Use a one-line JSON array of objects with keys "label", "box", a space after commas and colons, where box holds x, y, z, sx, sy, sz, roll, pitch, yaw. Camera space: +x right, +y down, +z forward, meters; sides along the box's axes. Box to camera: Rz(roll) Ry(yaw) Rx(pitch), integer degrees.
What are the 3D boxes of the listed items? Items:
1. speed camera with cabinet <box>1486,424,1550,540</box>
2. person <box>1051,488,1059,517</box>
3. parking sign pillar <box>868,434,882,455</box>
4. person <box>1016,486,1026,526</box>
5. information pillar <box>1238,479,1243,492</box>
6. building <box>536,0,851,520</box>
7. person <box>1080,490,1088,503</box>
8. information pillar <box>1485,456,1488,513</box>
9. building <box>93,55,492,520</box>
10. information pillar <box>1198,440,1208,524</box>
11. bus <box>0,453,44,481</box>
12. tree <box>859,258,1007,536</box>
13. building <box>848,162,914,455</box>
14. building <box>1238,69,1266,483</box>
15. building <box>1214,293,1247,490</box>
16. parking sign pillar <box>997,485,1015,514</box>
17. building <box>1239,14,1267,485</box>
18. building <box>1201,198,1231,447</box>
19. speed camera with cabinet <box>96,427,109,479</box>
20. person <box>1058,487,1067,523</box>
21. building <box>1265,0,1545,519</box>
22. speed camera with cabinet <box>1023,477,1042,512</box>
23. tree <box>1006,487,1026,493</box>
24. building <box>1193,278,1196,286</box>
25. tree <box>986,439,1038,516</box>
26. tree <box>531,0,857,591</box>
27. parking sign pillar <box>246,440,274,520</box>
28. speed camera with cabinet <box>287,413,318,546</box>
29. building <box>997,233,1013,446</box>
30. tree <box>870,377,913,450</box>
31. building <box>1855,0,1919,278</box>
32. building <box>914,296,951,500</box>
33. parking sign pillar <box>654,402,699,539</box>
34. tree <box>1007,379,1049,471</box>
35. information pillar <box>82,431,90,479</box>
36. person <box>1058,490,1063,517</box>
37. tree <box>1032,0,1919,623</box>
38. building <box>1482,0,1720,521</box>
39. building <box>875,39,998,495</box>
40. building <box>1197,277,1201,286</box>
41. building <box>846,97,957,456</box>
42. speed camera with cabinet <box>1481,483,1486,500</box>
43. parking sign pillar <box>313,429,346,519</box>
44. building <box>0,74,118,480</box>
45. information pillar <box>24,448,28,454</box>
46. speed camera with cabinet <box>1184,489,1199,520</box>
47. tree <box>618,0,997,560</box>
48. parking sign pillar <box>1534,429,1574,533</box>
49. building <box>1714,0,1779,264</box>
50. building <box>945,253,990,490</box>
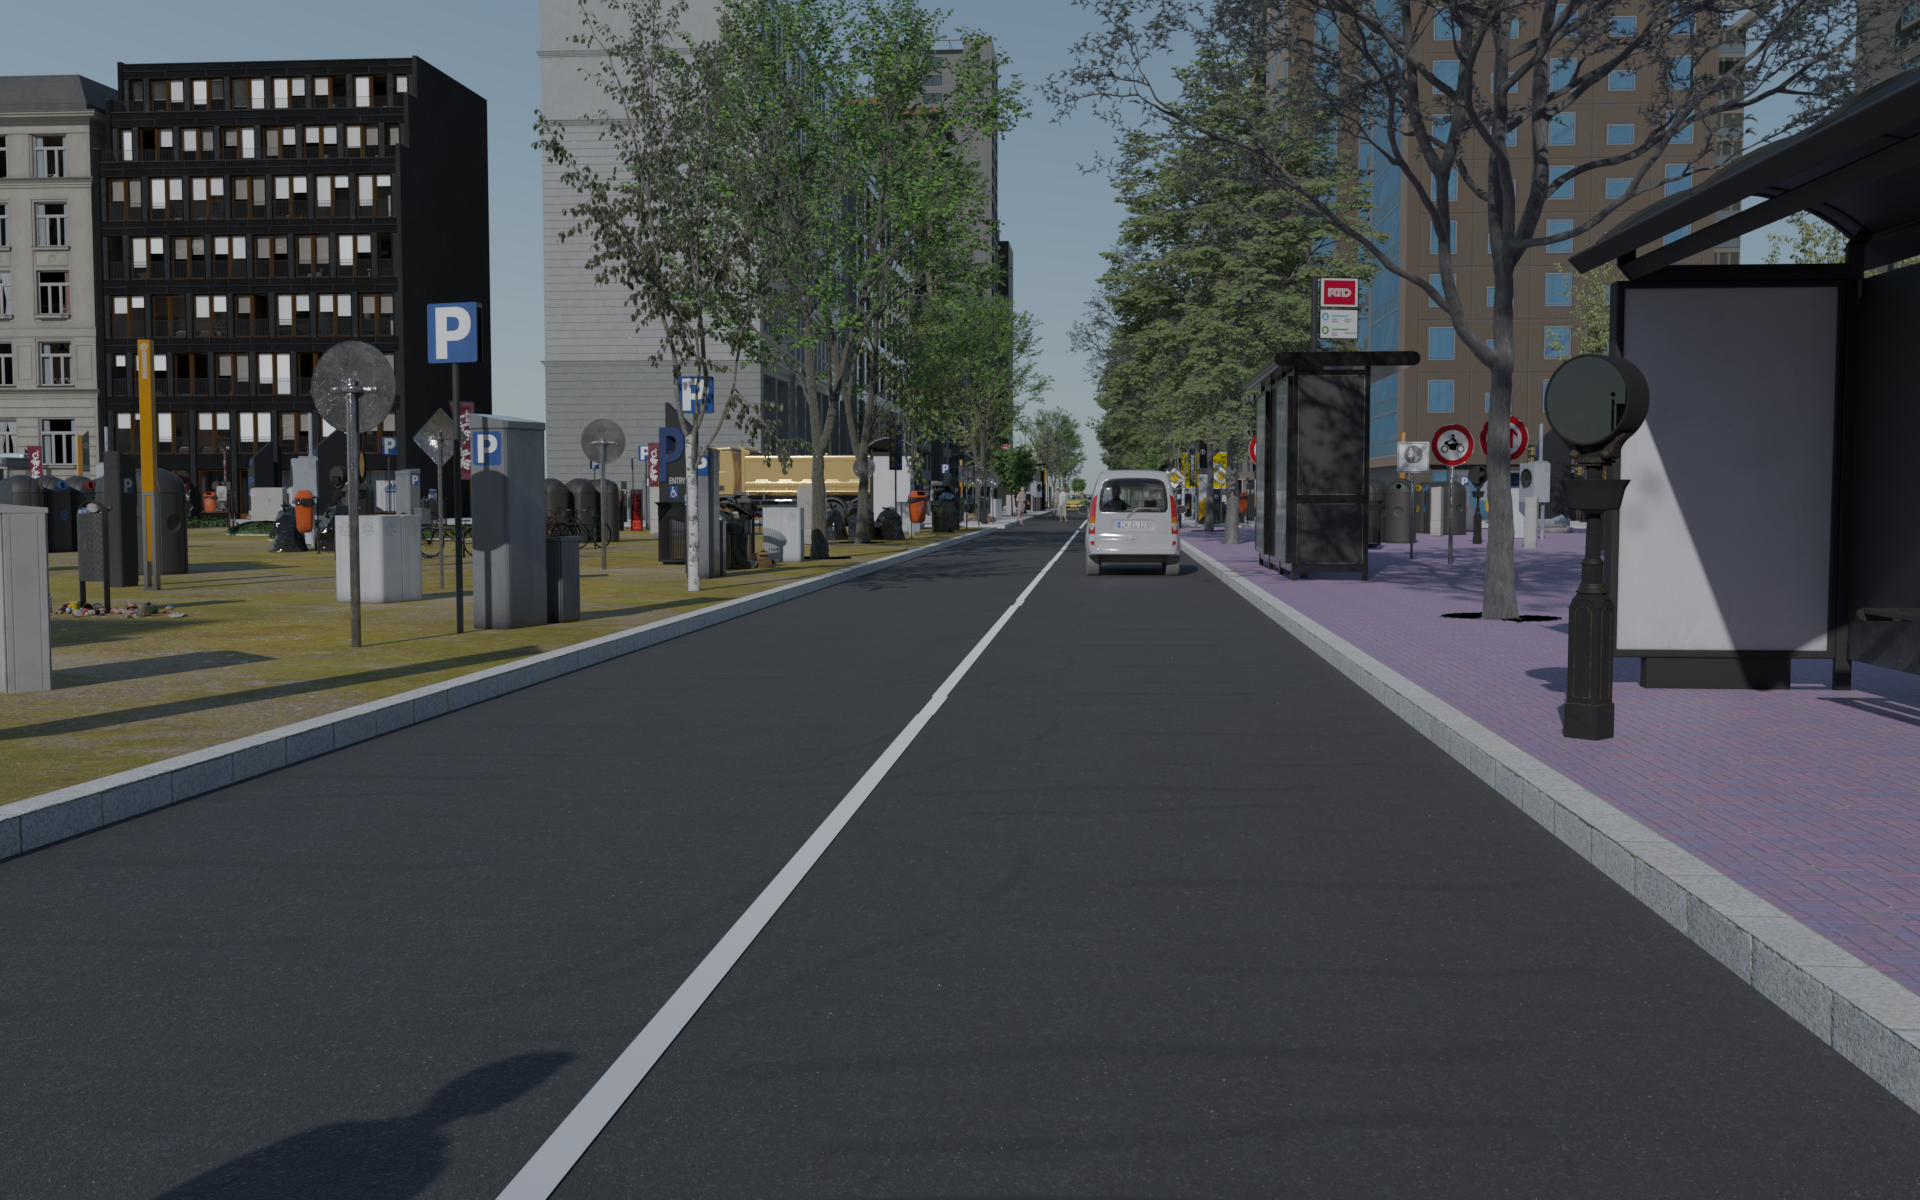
[{"label": "speed camera with cabinet", "box": [15.953, -3.365, 49.355, 0.660, 3.252, 2.038, -1, 4, -17]}, {"label": "person", "box": [6.178, -6.243, 110.689, 0.709, 1.813, 0.853, 1, 4, 15]}, {"label": "parking sign pillar", "box": [-4.089, -5.458, 77.706, 1.447, 3.967, 1.447, 1, 4, 16]}, {"label": "person", "box": [2.779, -4.233, 78.045, 0.599, 1.781, 0.374, -2, 4, -33]}, {"label": "information pillar", "box": [13.494, -4.858, 83.918, 0.304, 2.012, 0.304, -1, 4, -13]}, {"label": "building", "box": [-13.989, -19.749, 100.383, 11.434, 29.767, 29.804, 0, 4, 5]}, {"label": "person", "box": [11.572, -9.547, 164.693, 1.348, 1.812, 0.705, 2, 4, 33]}, {"label": "information pillar", "box": [23.144, -5.142, 75.422, 0.504, 3.616, 0.183, -1, 4, -17]}, {"label": "building", "box": [-34.960, -16.077, 92.540, 15.834, 23.373, 12.332, 0, 4, 5]}, {"label": "information pillar", "box": [10.333, -5.007, 73.218, 0.504, 3.616, 0.183, 1, 4, 14]}, {"label": "bus", "box": [-44.909, -4.799, 73.320, 13.247, 3.499, 2.948, 0, 4, 6]}, {"label": "tree", "box": [-1.258, -6.296, 53.300, 4.737, 8.622, 4.395, 0, 3, 0]}, {"label": "building", "box": [-14.959, -20.066, 132.601, 19.350, 26.468, 34.151, 0, 4, 5]}, {"label": "building", "box": [40.022, -31.828, 175.016, 22.147, 44.769, 28.867, 0, 4, 5]}, {"label": "building", "box": [43.365, -29.137, 248.093, 14.160, 30.474, 14.107, 0, 4, 5]}, {"label": "parking sign pillar", "box": [3.119, -7.698, 114.335, 1.447, 3.967, 1.447, 2, 4, 32]}, {"label": "building", "box": [42.036, -46.518, 198.821, 20.563, 71.187, 20.611, 0, 4, 5]}, {"label": "building", "box": [48.141, -39.269, 265.746, 21.300, 48.544, 21.600, 0, 4, 5]}, {"label": "speed camera with cabinet", "box": [-25.187, -3.425, 50.340, 0.660, 3.252, 2.038, 1, 4, 21]}, {"label": "person", "box": [5.162, -4.750, 86.395, 0.478, 1.798, 0.641, -1, 4, -19]}, {"label": "building", "box": [26.387, -27.910, 106.446, 14.600, 45.320, 14.200, 0, 4, 5]}, {"label": "speed camera with cabinet", "box": [4.971, -7.852, 122.721, 0.660, 3.252, 2.038, 3, 5, 40]}, {"label": "tree", "box": [3.455, -7.053, 109.919, 1.663, 3.219, 1.824, 0, 3, 0]}, {"label": "building", "box": [46.939, -37.594, 298.262, 14.154, 41.232, 14.086, 0, 4, 5]}, {"label": "tree", "box": [3.084, -7.220, 101.757, 4.285, 4.588, 4.351, 0, 3, 0]}, {"label": "tree", "box": [-3.470, -4.413, 22.515, 4.360, 8.622, 3.978, 0, 3, 0]}, {"label": "parking sign pillar", "box": [-34.682, -5.962, 85.950, 1.447, 3.967, 1.447, 1, 4, 23]}, {"label": "speed camera with cabinet", "box": [-16.374, -2.980, 43.066, 0.660, 3.252, 2.038, -2, 4, -25]}, {"label": "building", "box": [1.816, -39.551, 296.761, 14.600, 45.320, 14.200, 0, 4, 5]}, {"label": "tree", "box": [-4.766, -9.303, 102.465, 4.360, 8.622, 3.978, 0, 3, 0]}, {"label": "building", "box": [58.781, -28.460, 89.015, 21.600, 48.544, 21.300, 0, 4, 5]}, {"label": "building", "box": [-15.907, -19.623, 165.880, 27.650, 21.520, 28.899, 0, 4, 5]}, {"label": "parking sign pillar", "box": [-8.189, -3.789, 50.417, 1.447, 3.967, 1.447, 3, 5, 39]}, {"label": "tree", "box": [1.543, -8.851, 95.074, 4.737, 8.622, 4.395, 0, 3, 0]}, {"label": "information pillar", "box": [-32.324, -4.438, 63.923, 0.183, 3.616, 0.504, 2, 4, 29]}, {"label": "person", "box": [6.359, -6.085, 108.998, 0.512, 1.701, 0.522, 3, 5, 41]}, {"label": "tree", "box": [5.397, -6.543, 17.347, 12.009, 13.543, 11.850, 0, 3, 0]}, {"label": "building", "box": [28.937, -26.795, 88.211, 14.200, 45.320, 14.600, 0, 4, 5]}, {"label": "building", "box": [-2.237, -51.358, 277.954, 20.563, 71.187, 20.611, 0, 4, 5]}, {"label": "building", "box": [45.913, -38.768, 283.967, 14.600, 45.320, 14.200, 0, 4, 5]}, {"label": "building", "box": [-12.001, -32.975, 193.771, 22.147, 44.769, 28.867, 0, 4, 5]}, {"label": "speed camera with cabinet", "box": [19.650, -4.144, 62.086, 2.038, 3.252, 0.660, -2, 4, -25]}, {"label": "parking sign pillar", "box": [-24.333, -4.785, 66.709, 1.447, 3.967, 1.447, 2, 4, 30]}, {"label": "building", "box": [-58.024, -16.154, 97.397, 30.059, 22.955, 16.112, 0, 4, 5]}, {"label": "information pillar", "box": [-47.603, -5.954, 88.703, 0.504, 3.616, 0.183, -3, 5, -44]}, {"label": "speed camera with cabinet", "box": [11.624, -5.706, 87.637, 0.660, 3.252, 2.038, 3, 5, 40]}, {"label": "tree", "box": [-2.656, -6.621, 34.011, 9.928, 11.665, 9.643, 0, 3, 0]}, {"label": "parking sign pillar", "box": [19.673, -4.224, 57.529, 1.447, 3.967, 1.447, -2, 4, -26]}, {"label": "building", "box": [41.731, -27.010, 133.489, 32.217, 40.220, 23.993, 0, 4, 5]}, {"label": "building", "box": [-11.215, -34.562, 256.970, 32.217, 40.220, 23.993, 0, 4, 5]}]
